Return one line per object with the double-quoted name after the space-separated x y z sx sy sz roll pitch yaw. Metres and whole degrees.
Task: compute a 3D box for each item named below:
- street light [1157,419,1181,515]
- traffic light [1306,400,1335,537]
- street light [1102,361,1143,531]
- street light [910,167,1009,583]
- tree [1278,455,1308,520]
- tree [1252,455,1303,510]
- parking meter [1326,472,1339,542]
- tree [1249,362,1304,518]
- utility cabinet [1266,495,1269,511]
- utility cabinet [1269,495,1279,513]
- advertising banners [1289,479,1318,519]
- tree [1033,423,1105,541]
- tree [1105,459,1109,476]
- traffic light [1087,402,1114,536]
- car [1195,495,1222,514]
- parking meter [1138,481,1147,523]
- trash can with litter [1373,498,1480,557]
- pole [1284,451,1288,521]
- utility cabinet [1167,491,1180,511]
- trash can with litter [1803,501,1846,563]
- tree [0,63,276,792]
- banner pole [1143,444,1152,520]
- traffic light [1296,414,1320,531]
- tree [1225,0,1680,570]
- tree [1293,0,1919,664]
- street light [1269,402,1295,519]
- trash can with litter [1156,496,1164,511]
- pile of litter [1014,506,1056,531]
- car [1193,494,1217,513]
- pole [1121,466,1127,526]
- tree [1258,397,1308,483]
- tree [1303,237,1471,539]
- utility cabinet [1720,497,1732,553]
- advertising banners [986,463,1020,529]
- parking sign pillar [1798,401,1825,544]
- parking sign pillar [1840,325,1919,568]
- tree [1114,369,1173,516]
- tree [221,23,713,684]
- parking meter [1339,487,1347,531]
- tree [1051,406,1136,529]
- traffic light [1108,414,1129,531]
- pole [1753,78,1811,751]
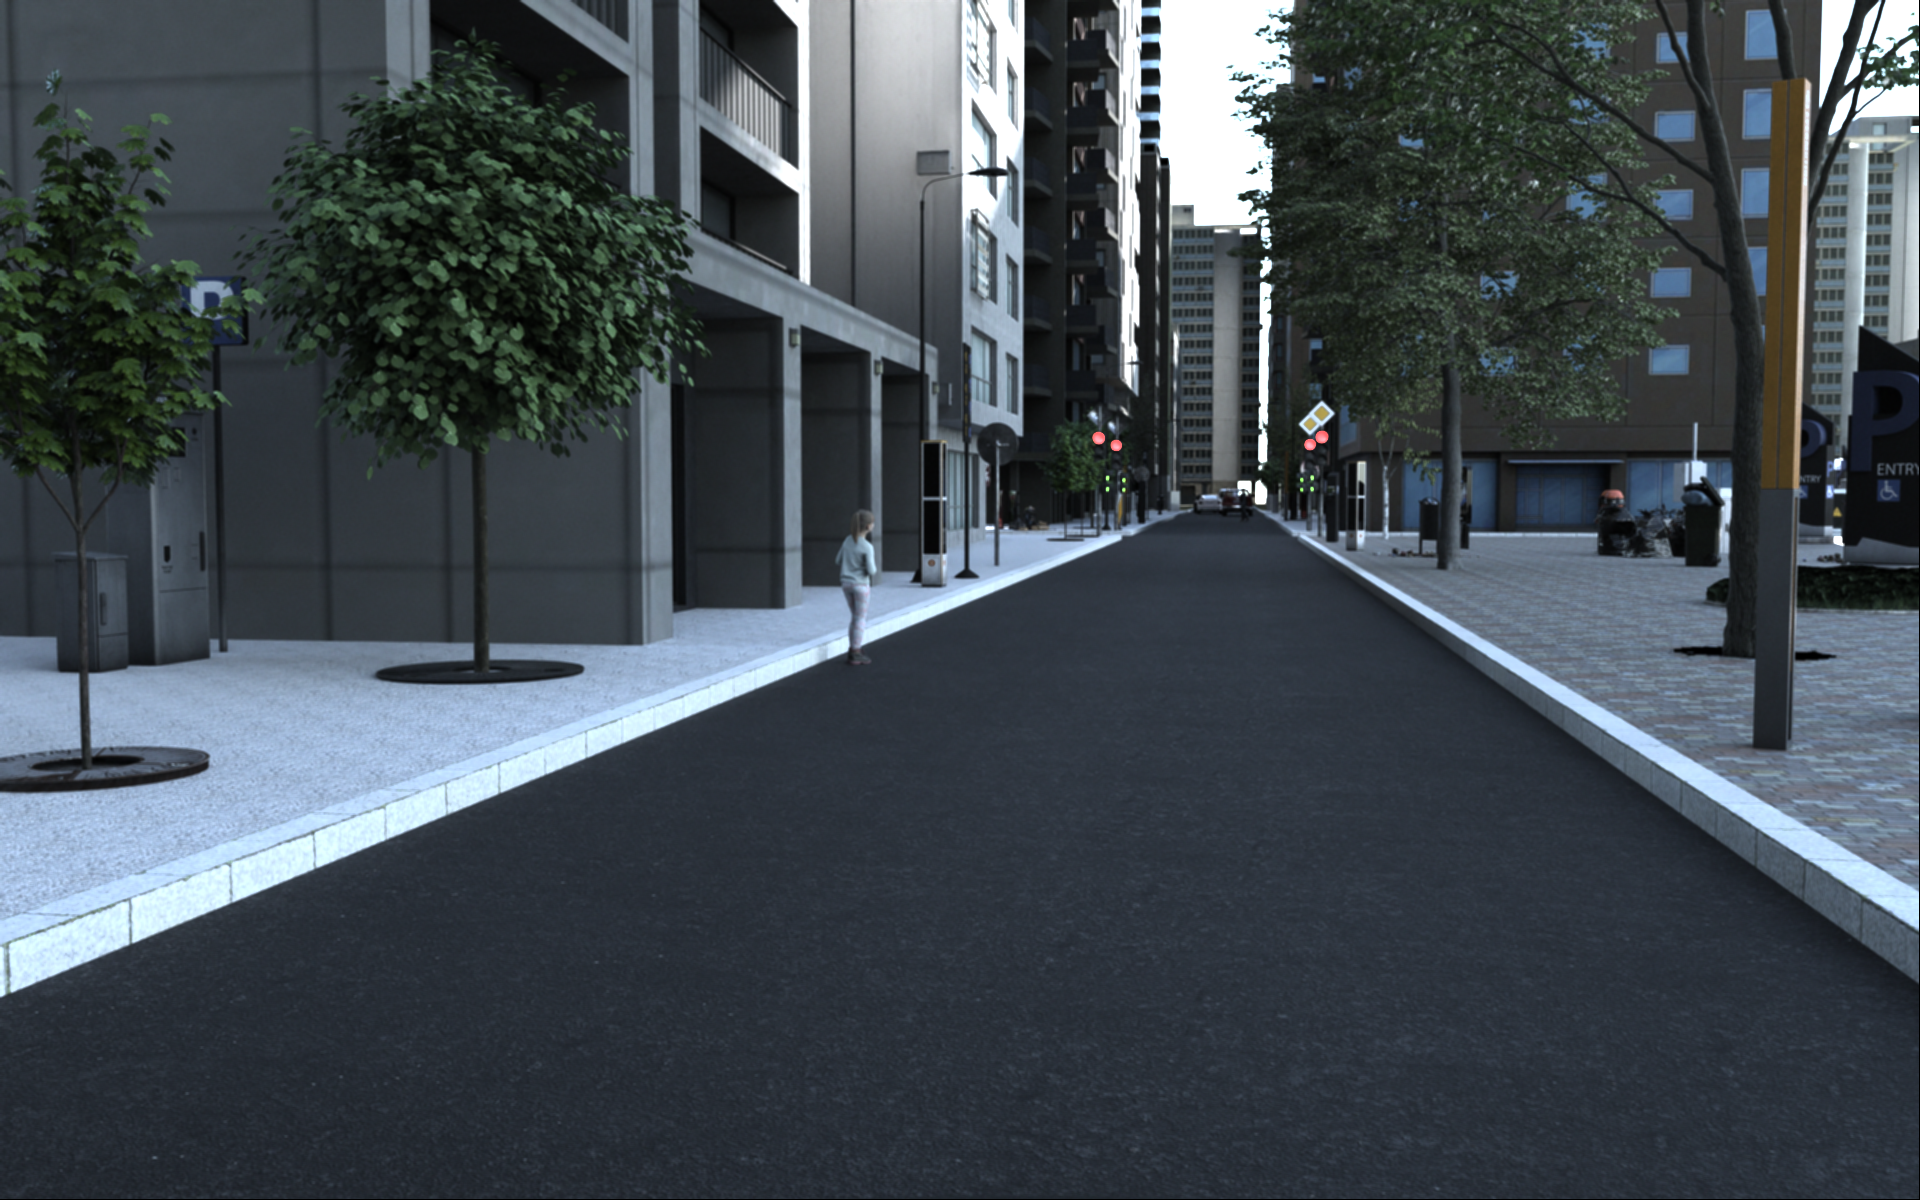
12.967 -8.251 107.437 1.470 5.913 1.316 1 4 9 "street light"
10.815 -3.857 51.981 0.839 4.253 0.868 1 4 9 "traffic light"
5.695 -5.395 60.744 1.470 5.913 1.316 1 4 9 "street light"
-0.006 -3.199 24.840 1.470 5.913 1.316 1 4 9 "street light"
16.496 -5.528 84.984 1.663 3.219 1.824 0 3 0 "tree"
25.596 -9.662 141.692 4.285 4.588 4.351 0 3 0 "tree"
9.962 -2.482 46.291 0.255 1.863 0.399 2 4 26 "parking meter"
18.209 -8.816 94.496 4.737 8.622 4.395 0 3 0 "tree"
23.463 -7.328 130.982 0.306 1.237 1.020 -1 4 -9 "utility cabinet"
21.480 -6.529 117.912 0.306 1.237 1.020 1 4 20 "utility cabinet"
17.983 -5.767 90.482 0.090 3.025 2.074 -3 4 -36 "advertising banners"
2.926 -3.234 47.471 1.663 3.219 1.824 0 3 0 "tree"
3.694 -3.481 51.513 1.663 3.219 1.824 0 3 0 "tree"
4.282 -3.919 52.992 0.839 4.253 0.868 1 4 9 "traffic light"
18.148 -6.941 125.845 2.083 1.381 4.827 0 4 8 "car"
7.947 -4.281 75.704 0.255 1.863 0.399 0 4 -5 "parking meter"
9.519 -1.515 35.825 1.678 1.210 2.233 -2 4 -27 "trash can with litter"
15.523 -5.416 82.391 0.158 3.312 0.155 0 3 0 "pole"
15.696 -7.256 127.322 0.318 1.500 1.173 3 5 42 "utility cabinet"
16.885 -1.332 32.840 1.678 1.210 2.233 1 4 15 "trash can with litter"
-4.076 -0.818 7.974 1.663 3.219 1.824 0 3 0 "tree"
9.248 -5.873 86.047 0.401 3.779 0.863 2 4 27 "banner pole"
12.060 -4.339 59.869 0.839 4.253 0.868 1 4 9 "traffic light"
7.990 -6.808 29.435 7.486 12.596 7.792 0 3 0 "tree"
6.358 -5.366 13.492 9.928 11.665 9.643 0 3 0 "tree"
16.226 -7.012 87.193 1.470 5.913 1.316 1 4 9 "street light"
15.202 -7.401 132.385 0.624 1.170 1.055 -1 4 -11 "trash can with litter"
2.644 -2.894 61.275 1.719 0.858 1.176 -1 4 -15 "pile of litter"
18.775 -7.493 132.302 2.009 1.686 4.222 1 4 10 "car"
6.552 -4.604 69.118 0.158 3.312 0.155 0 3 0 "pole"
24.377 -10.945 129.305 4.360 8.622 3.978 0 3 0 "tree"
12.050 -6.006 48.555 4.737 8.622 4.395 0 3 0 "tree"
16.440 -1.623 37.698 1.020 1.237 0.306 -1 4 -20 "utility cabinet"
1.457 -4.117 63.507 0.090 3.025 2.074 -3 5 -40 "advertising banners"
21.981 -3.457 44.988 1.447 3.967 1.447 -2 4 -35 "parking sign pillar"
14.690 -2.369 27.200 1.447 3.967 1.447 -3 4 -38 "parking sign pillar"
10.613 -9.352 103.271 4.360 8.622 3.978 0 3 0 "tree"
-3.505 -1.745 12.246 4.285 4.588 4.351 0 3 0 "tree"
13.277 -3.144 59.811 0.372 1.533 0.369 0 3 0 "parking meter"
5.014 -4.959 64.793 4.285 4.588 4.351 0 3 0 "tree"
5.526 -4.401 60.880 0.839 4.253 0.868 1 4 9 "traffic light"
4.113 -0.907 8.665 0.158 3.312 0.155 0 3 0 "pole"
